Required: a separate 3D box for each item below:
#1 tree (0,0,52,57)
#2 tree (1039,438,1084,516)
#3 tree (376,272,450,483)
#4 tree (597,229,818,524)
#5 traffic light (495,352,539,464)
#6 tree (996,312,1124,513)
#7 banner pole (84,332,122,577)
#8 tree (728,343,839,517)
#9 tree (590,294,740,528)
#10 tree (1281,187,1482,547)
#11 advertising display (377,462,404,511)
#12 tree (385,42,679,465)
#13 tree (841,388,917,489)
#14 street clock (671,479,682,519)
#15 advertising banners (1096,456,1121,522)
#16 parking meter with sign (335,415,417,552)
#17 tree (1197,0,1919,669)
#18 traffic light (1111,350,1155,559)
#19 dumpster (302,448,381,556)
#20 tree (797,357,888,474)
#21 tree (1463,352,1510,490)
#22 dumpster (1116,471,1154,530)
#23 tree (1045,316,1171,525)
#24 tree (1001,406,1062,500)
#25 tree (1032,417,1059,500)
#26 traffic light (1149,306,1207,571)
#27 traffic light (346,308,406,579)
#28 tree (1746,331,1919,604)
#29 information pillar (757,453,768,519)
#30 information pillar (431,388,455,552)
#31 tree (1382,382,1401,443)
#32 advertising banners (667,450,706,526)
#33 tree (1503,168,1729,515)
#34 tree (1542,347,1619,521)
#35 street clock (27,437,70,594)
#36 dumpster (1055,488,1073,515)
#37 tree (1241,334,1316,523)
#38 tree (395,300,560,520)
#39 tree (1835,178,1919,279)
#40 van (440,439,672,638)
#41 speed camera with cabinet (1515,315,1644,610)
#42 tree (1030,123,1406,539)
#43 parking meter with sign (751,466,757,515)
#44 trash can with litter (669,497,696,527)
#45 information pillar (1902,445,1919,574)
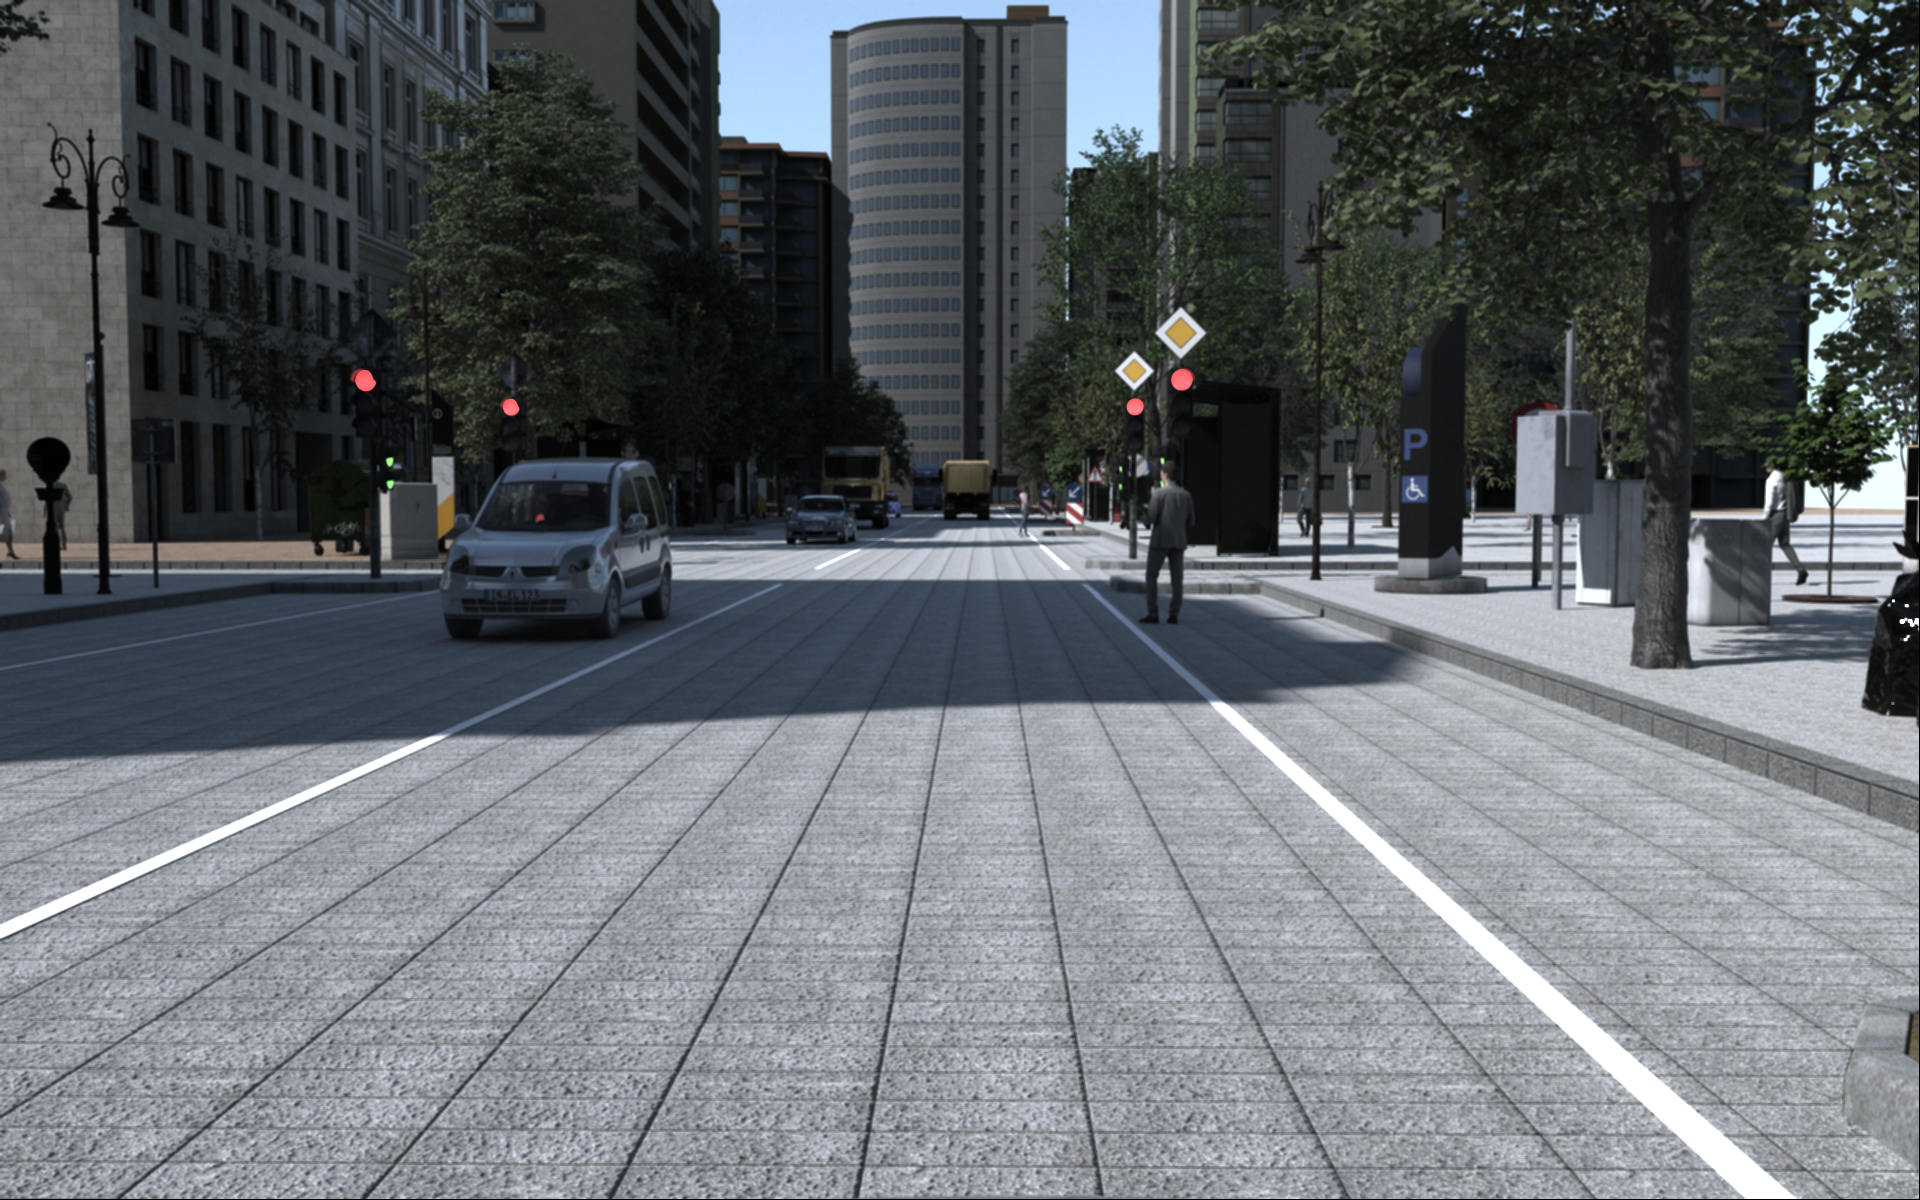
[{"bbox_3d":[-11.381,-5.391,13.900,9.928,11.665,9.643,0,3,0],"label":"tree"},{"bbox_3d":[6.325,-7.166,100.883,4.285,4.588,4.351,0,3,0],"label":"tree"},{"bbox_3d":[-18.819,-6.496,56.577,4.360,8.622,3.978,0,3,0],"label":"tree"},{"bbox_3d":[-11.215,-9.694,75.498,9.611,12.733,9.660,0,3,0],"label":"tree"},{"bbox_3d":[-8.763,-2.771,34.221,0.839,4.253,0.868,0,4,1],"label":"traffic light"},{"bbox_3d":[7.443,-13.023,119.586,9.857,13.997,8.962,0,3,0],"label":"tree"},{"bbox_3d":[-13.429,-2.260,26.972,0.863,3.779,0.401,3,5,43],"label":"banner pole"},{"bbox_3d":[-10.449,-9.959,97.249,7.601,10.594,8.767,-1,4,-21],"label":"tree"},{"bbox_3d":[-10.549,-6.993,64.698,4.737,8.622,4.395,0,3,0],"label":"tree"},{"bbox_3d":[9.465,-5.559,41.252,4.737,8.622,4.395,0,3,0],"label":"tree"},{"bbox_3d":[-11.553,-1.822,35.011,0.123,1.923,0.974,1,4,14],"label":"advertising display"},{"bbox_3d":[-10.652,-7.703,44.066,7.486,12.596,7.792,0,3,0],"label":"tree"},{"bbox_3d":[-9.106,-16.347,184.288,9.611,12.733,9.660,0,3,0],"label":"tree"},{"bbox_3d":[-13.495,-4.765,82.474,0.471,2.002,0.358,0,4,-7],"label":"street clock"},{"bbox_3d":[7.244,-5.094,79.469,2.074,3.025,0.090,0,4,-6],"label":"advertising banners"},{"bbox_3d":[-12.971,-2.582,38.469,1.738,3.016,0.543,-1,4,-12],"label":"parking meter with sign"},{"bbox_3d":[4.925,-5.792,12.831,7.486,12.596,7.792,0,3,0],"label":"tree"},{"bbox_3d":[3.397,-2.761,34.070,0.839,4.253,0.868,0,4,1],"label":"traffic light"},{"bbox_3d":[-12.850,-2.090,36.668,1.502,2.255,1.985,0,4,1],"label":"dumpster"},{"bbox_3d":[-9.626,-13.756,143.042,7.486,12.596,7.792,0,3,0],"label":"tree"},{"bbox_3d":[25.380,-8.373,87.260,4.360,8.622,3.978,0,3,0],"label":"tree"},{"bbox_3d":[6.430,-3.663,62.390,1.502,2.255,1.985,0,4,1],"label":"dumpster"},{"bbox_3d":[6.525,-7.443,72.059,4.737,8.622,4.395,0,3,0],"label":"tree"},{"bbox_3d":[8.309,-14.509,171.626,8.767,10.594,7.601,0,4,1],"label":"tree"},{"bbox_3d":[7.911,-12.247,150.606,4.360,8.622,3.978,0,3,0],"label":"tree"},{"bbox_3d":[3.287,-2.273,26.085,0.839,4.253,0.868,0,4,1],"label":"traffic light"},{"bbox_3d":[-8.874,-2.282,26.237,0.839,4.253,0.868,0,4,1],"label":"traffic light"},{"bbox_3d":[10.446,-1.601,20.772,1.663,3.219,1.824,0,3,0],"label":"tree"},{"bbox_3d":[-10.241,-6.012,89.646,0.504,3.616,0.183,-2,4,-25],"label":"information pillar"},{"bbox_3d":[-11.471,-2.878,38.409,0.504,3.616,0.183,0,4,2],"label":"information pillar"},{"bbox_3d":[27.517,-9.510,105.845,4.360,8.622,3.978,0,3,0],"label":"tree"},{"bbox_3d":[-11.145,-4.508,69.900,2.074,3.025,0.090,1,4,22],"label":"advertising banners"},{"bbox_3d":[15.293,-5.478,39.930,4.737,8.622,4.395,0,3,0],"label":"tree"},{"bbox_3d":[28.740,-8.005,81.248,4.360,8.622,3.978,0,3,0],"label":"tree"},{"bbox_3d":[-11.653,-1.078,22.191,0.471,2.002,0.358,-2,4,-35],"label":"street clock"},{"bbox_3d":[6.438,-6.104,105.557,1.264,1.857,1.865,0,4,1],"label":"dumpster"},{"bbox_3d":[14.201,-7.770,77.396,4.360,8.622,3.978,0,3,0],"label":"tree"},{"bbox_3d":[-17.738,-6.852,62.397,4.737,8.622,4.395,0,3,0],"label":"tree"},{"bbox_3d":[21.341,-5.377,38.283,4.360,8.622,3.978,0,3,0],"label":"tree"},{"bbox_3d":[-4.217,-0.703,18.506,2.013,2.044,4.112,0,4,2],"label":"van"},{"bbox_3d":[7.223,-1.552,19.719,2.038,3.252,0.660,-2,4,-33],"label":"speed camera with cabinet"},{"bbox_3d":[5.586,-7.573,49.581,9.928,11.665,9.643,0,3,0],"label":"tree"},{"bbox_3d":[-12.988,-6.795,107.355,0.543,3.016,1.738,1,4,10],"label":"parking meter with sign"},{"bbox_3d":[-10.838,-3.438,67.598,1.055,1.170,0.624,0,4,8],"label":"trash can with litter"},{"bbox_3d":[14.444,-1.319,26.058,0.304,2.012,0.304,-1,4,-15],"label":"information pillar"}]
